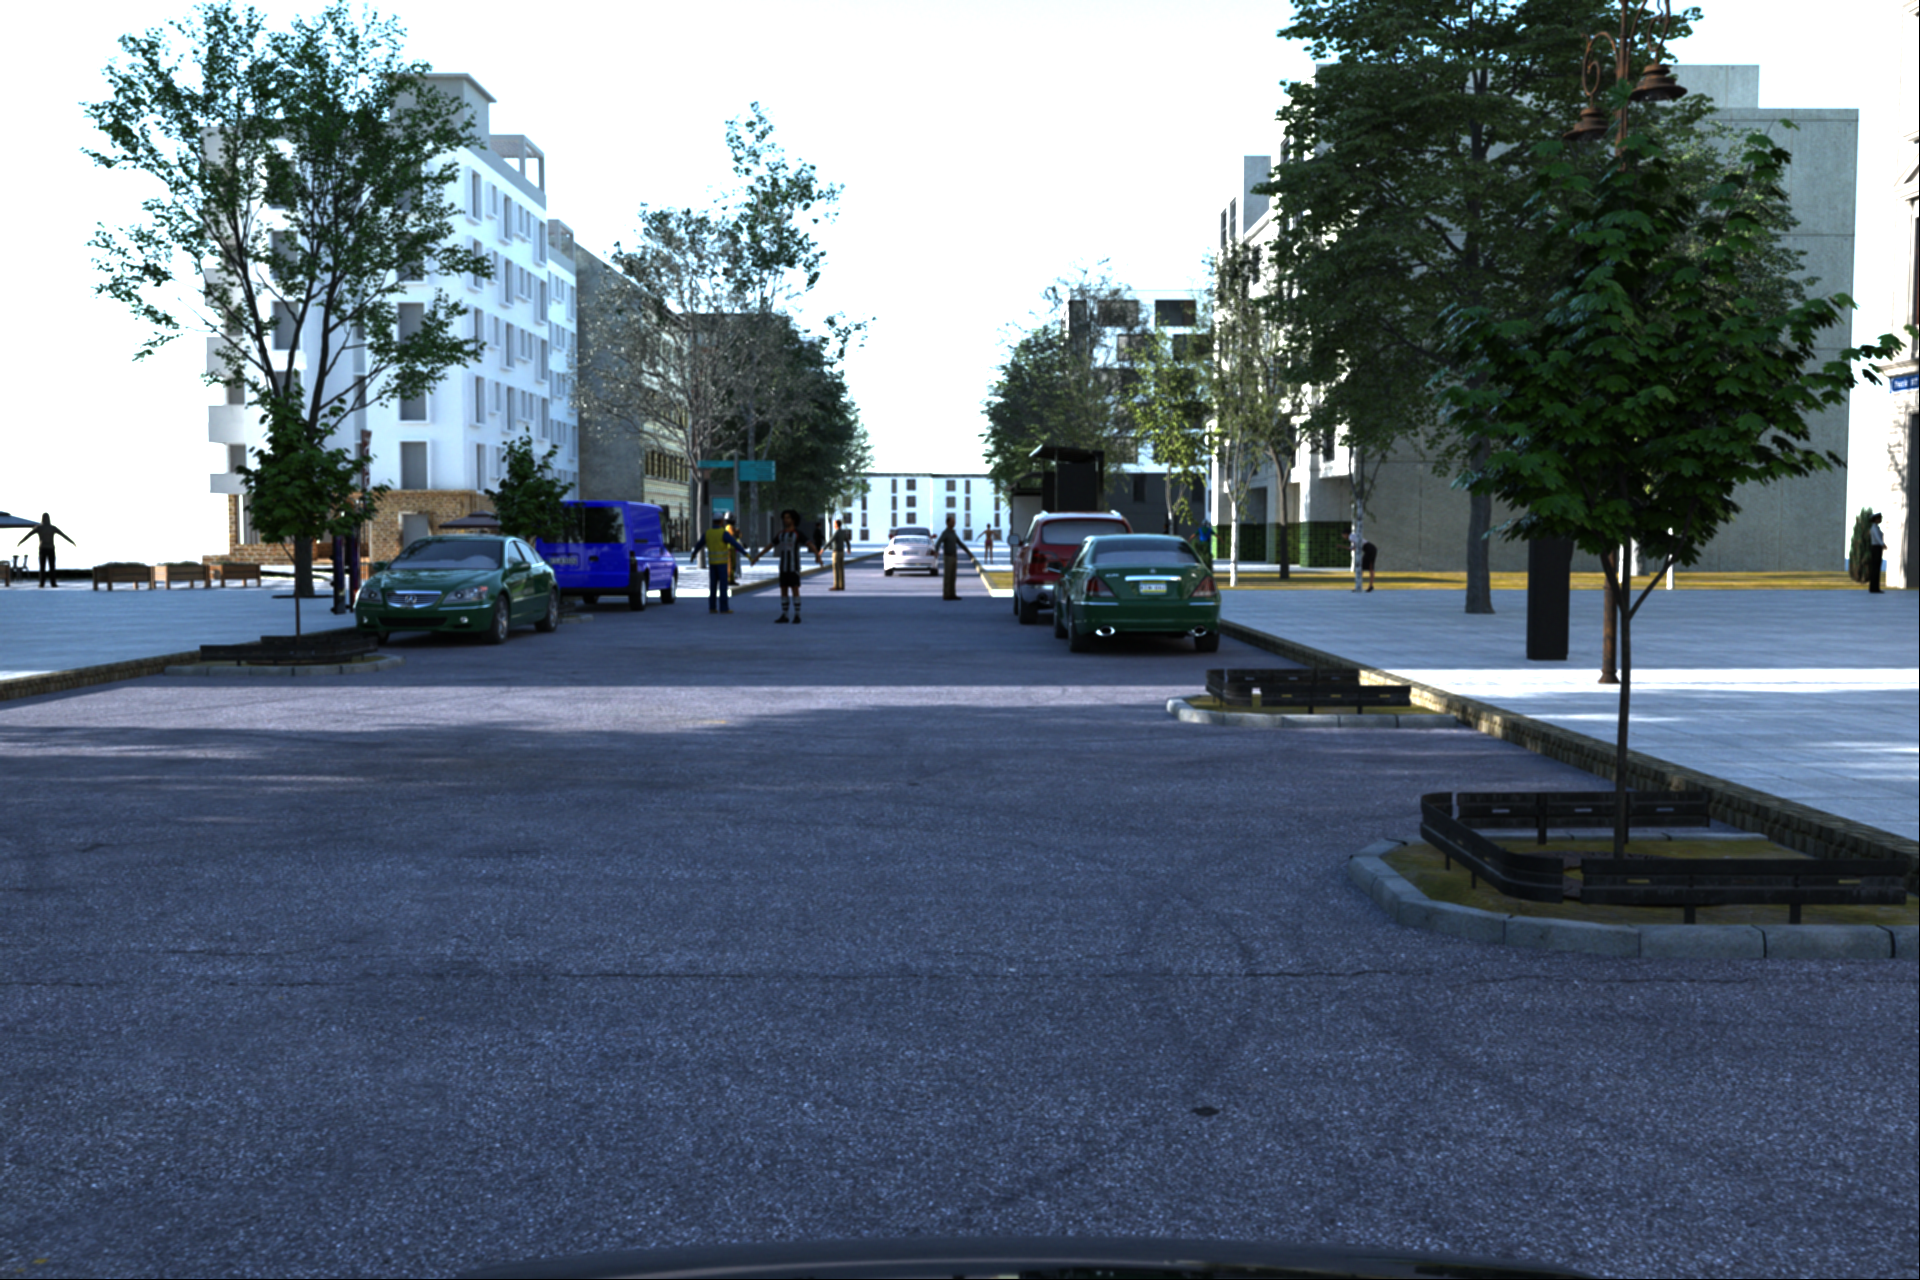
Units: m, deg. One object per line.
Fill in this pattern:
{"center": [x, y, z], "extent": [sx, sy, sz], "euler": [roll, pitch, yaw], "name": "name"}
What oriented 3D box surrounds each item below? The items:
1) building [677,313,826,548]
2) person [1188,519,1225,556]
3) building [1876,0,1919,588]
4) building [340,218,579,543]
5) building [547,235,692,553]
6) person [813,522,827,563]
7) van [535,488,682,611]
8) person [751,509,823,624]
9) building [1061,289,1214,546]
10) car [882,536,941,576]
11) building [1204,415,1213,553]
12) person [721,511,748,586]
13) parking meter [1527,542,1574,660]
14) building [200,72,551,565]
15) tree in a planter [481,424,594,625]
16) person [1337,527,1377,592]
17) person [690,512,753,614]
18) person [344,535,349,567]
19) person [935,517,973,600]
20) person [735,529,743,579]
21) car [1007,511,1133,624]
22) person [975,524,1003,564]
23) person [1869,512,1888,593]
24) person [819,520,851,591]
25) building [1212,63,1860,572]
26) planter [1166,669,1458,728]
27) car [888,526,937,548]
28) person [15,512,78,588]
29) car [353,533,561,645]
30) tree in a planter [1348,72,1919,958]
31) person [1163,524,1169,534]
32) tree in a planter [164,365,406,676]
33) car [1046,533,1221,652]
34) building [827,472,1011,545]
{"center": [-28.623, -20.333, 176.415], "extent": [27.936, 21.610, 32.646], "euler": [0, 4, -1], "name": "building"}
{"center": [8.785, -3.418, 62.012], "extent": [1.347, 1.817, 0.704], "euler": [1, 4, 15], "name": "person"}
{"center": [27.372, -11.944, 31.441], "extent": [11.583, 22.565, 21.152], "euler": [0, 4, 0], "name": "building"}
{"center": [-28.599, -14.541, 94.170], "extent": [16.016, 20.090, 11.380], "euler": [0, 4, 0], "name": "building"}
{"center": [-29.149, -17.556, 117.977], "extent": [19.493, 23.208, 18.063], "euler": [0, 4, 1], "name": "building"}
{"center": [-6.291, -4.350, 77.316], "extent": [0.705, 1.806, 1.347], "euler": [-2, 4, -27], "name": "person"}
{"center": [-6.817, -1.807, 33.921], "extent": [2.240, 2.365, 5.245], "euler": [0, 4, 0], "name": "van"}
{"center": [-2.750, -1.178, 27.865], "extent": [1.345, 1.843, 0.704], "euler": [2, 4, 26], "name": "person"}
{"center": [23.087, -19.388, 160.965], "extent": [27.936, 21.610, 32.646], "euler": [0, 4, 0], "name": "building"}
{"center": [-1.688, -2.934, 60.330], "extent": [2.083, 1.381, 4.827], "euler": [0, 4, -1], "name": "car"}
{"center": [21.509, -10.096, 107.218], "extent": [9.099, 9.664, 28.070], "euler": [0, 4, 0], "name": "building"}
{"center": [-5.692, -2.282, 43.078], "extent": [0.705, 1.858, 1.354], "euler": [-2, 4, -34], "name": "person"}
{"center": [6.016, -0.730, 17.646], "extent": [0.399, 1.863, 0.255], "euler": [0, 4, 0], "name": "parking meter"}
{"center": [-25.137, -13.215, 72.488], "extent": [16.016, 20.090, 11.380], "euler": [0, 4, 0], "name": "building"}
{"center": [-7.069, -1.894, 28.193], "extent": [1.991, 3.239, 1.994], "euler": [0, 4, 1], "name": "tree in a planter"}
{"center": [8.811, -1.783, 38.379], "extent": [0.799, 1.438, 0.628], "euler": [0, 4, -5], "name": "person"}
{"center": [-4.349, -1.400, 31.323], "extent": [1.349, 1.833, 0.705], "euler": [2, 4, 26], "name": "person"}
{"center": [-24.041, -3.801, 68.081], "extent": [0.705, 1.837, 1.347], "euler": [0, 4, 1], "name": "person"}
{"center": [-0.189, -1.766, 37.611], "extent": [0.705, 1.796, 1.348], "euler": [2, 4, 35], "name": "person"}
{"center": [-6.416, -2.456, 49.426], "extent": [0.599, 1.433, 0.991], "euler": [2, 4, 24], "name": "person"}
{"center": [1.948, -1.252, 29.137], "extent": [2.281, 1.827, 5.304], "euler": [0, 4, 0], "name": "car"}
{"center": [1.256, -4.155, 74.740], "extent": [1.217, 1.733, 0.721], "euler": [1, 4, 11], "name": "person"}
{"center": [20.090, -1.917, 37.800], "extent": [0.721, 1.778, 1.216], "euler": [1, 4, 21], "name": "person"}
{"center": [-3.112, -2.156, 43.977], "extent": [0.705, 1.796, 1.348], "euler": [2, 4, 29], "name": "person"}
{"center": [21.603, -12.691, 73.955], "extent": [16.747, 18.905, 31.486], "euler": [0, 4, 0], "name": "building"}
{"center": [2.679, 0.450, 13.778], "extent": [1.991, 0.319, 1.994], "euler": [0, 4, 0], "name": "planter"}
{"center": [-2.215, -4.463, 81.643], "extent": [2.281, 1.827, 5.304], "euler": [0, 4, -1], "name": "car"}
{"center": [-21.925, -2.169, 41.585], "extent": [1.348, 1.813, 0.705], "euler": [-2, 4, -25], "name": "person"}
{"center": [-6.844, -0.744, 23.970], "extent": [2.131, 1.459, 4.920], "euler": [0, 4, 0], "name": "car"}
{"center": [2.610, -0.583, 6.749], "extent": [1.991, 3.239, 1.994], "euler": [0, 4, 1], "name": "tree in a planter"}
{"center": [9.321, -4.429, 79.132], "extent": [0.721, 1.740, 1.216], "euler": [1, 4, 9], "name": "person"}
{"center": [-7.070, -1.295, 18.403], "extent": [1.991, 3.239, 1.994], "euler": [0, 4, 0], "name": "tree in a planter"}
{"center": [2.221, -0.651, 22.445], "extent": [2.131, 1.459, 4.920], "euler": [0, 4, -1], "name": "car"}
{"center": [-3.935, -17.794, 235.529], "extent": [28.070, 9.664, 9.099], "euler": [0, 4, -2], "name": "building"}
